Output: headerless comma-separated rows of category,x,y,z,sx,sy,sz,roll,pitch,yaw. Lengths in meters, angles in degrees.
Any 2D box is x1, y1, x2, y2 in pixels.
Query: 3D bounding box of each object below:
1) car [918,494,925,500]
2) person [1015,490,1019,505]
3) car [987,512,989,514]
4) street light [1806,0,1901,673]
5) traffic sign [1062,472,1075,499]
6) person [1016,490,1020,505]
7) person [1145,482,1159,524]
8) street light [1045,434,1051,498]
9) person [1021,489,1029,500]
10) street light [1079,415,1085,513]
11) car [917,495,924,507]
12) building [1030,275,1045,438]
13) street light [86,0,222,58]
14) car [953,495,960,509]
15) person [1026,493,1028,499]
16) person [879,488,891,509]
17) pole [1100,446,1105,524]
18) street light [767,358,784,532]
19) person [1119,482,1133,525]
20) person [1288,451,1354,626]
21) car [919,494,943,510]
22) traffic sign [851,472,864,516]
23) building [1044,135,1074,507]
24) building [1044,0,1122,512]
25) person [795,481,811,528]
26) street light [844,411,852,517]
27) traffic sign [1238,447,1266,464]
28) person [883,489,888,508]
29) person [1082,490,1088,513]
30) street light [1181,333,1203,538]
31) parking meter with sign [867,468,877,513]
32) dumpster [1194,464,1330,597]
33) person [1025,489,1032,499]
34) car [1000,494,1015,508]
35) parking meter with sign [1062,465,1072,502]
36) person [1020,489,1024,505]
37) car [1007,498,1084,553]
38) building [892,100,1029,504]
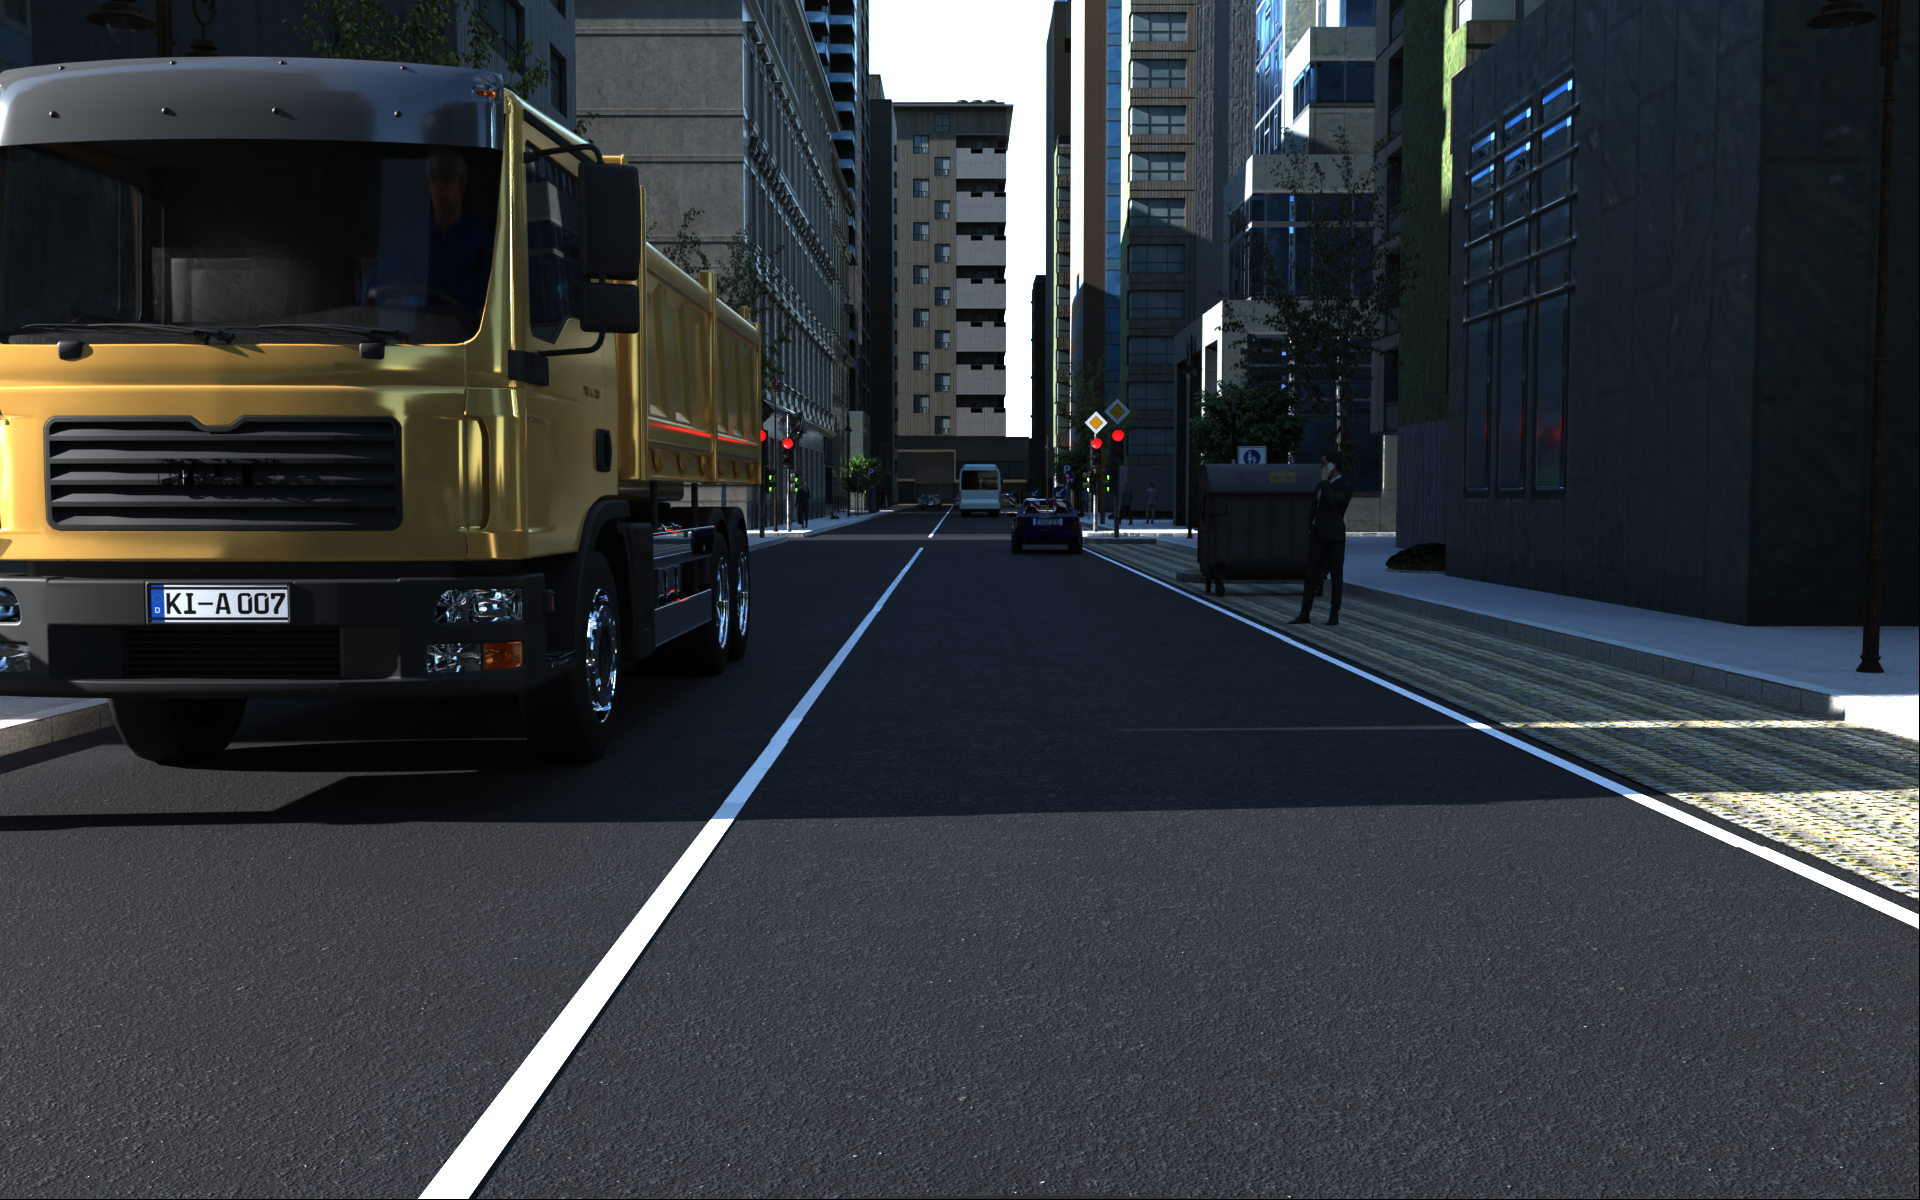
car,-3.928,-11.420,196.502,2.009,1.686,4.222,0,4,0
person,6.625,-12.027,203.604,0.541,1.710,0.530,2,4,27
car,1.437,-7.078,128.313,1.945,1.354,3.894,0,4,0
street light,6.567,-2.418,12.319,0.468,5.910,1.993,0,3,0
traffic sign,6.334,-6.179,101.128,0.768,2.556,0.104,1,4,9
person,6.813,-12.231,206.725,0.721,1.736,1.217,-1,4,-23
person,8.311,-4.220,75.246,0.606,1.804,0.583,0,4,-7
street light,6.710,-9.787,132.799,0.468,5.910,1.993,0,3,0
person,6.724,-10.640,180.016,0.705,1.823,1.348,-2,4,-34
street light,6.648,-7.483,95.139,0.468,5.910,1.993,0,3,0
car,-3.542,-10.659,186.637,2.083,1.381,4.827,0,4,1
building,16.448,-27.762,225.609,14.107,30.474,14.160,0,3,0
street light,-6.269,-2.507,13.769,0.468,5.910,1.993,0,3,0
car,0.340,-9.727,171.395,2.083,1.381,4.827,0,4,-1
person,7.139,-10.984,185.636,0.705,1.823,1.348,1,4,11
person,-6.677,-8.840,150.535,1.348,1.831,0.705,0,4,3
pole,6.121,-4.919,74.272,0.158,3.312,0.155,0,3,0
street light,-6.286,-5.268,58.914,0.468,5.910,1.993,0,3,0
person,6.910,-4.056,72.749,0.834,1.777,0.661,3,5,44
person,3.956,-0.671,18.837,0.474,1.900,0.648,-3,5,-40
car,-2.571,-8.826,156.109,2.131,1.459,4.920,0,4,1
traffic sign,-5.857,-6.060,99.186,0.768,2.556,0.104,1,4,9
building,14.582,-22.666,142.287,14.160,30.474,14.107,0,3,0
building,14.970,-30.961,156.326,14.600,45.320,14.200,0,3,0
person,-5.934,-3.611,65.509,0.576,1.772,0.534,-1,4,-17
street light,-6.224,-7.571,96.574,0.468,5.910,1.993,0,3,0
traffic sign,6.260,-2.144,37.189,0.606,2.300,0.079,1,4,10
person,-6.793,-9.248,157.919,0.621,1.740,0.551,-1,4,-22
person,7.987,-6.386,110.320,0.748,1.841,0.638,0,4,7
street light,6.655,-4.721,49.978,0.468,5.910,1.993,0,3,0
parking meter with sign,-5.893,-7.362,116.637,0.543,3.016,1.738,0,4,5
dumpster,4.301,-0.996,24.503,1.865,1.857,1.264,0,4,0
person,6.782,-9.718,165.637,1.217,1.736,0.721,1,4,19
car,4.491,-9.657,168.107,2.015,1.641,3.980,0,4,0
parking meter with sign,6.343,-6.513,102.751,0.543,3.016,1.738,0,4,3
person,7.208,-11.803,198.645,0.705,1.869,1.348,-2,4,-23
car,2.138,-1.870,43.154,1.945,1.354,3.894,0,4,1
building,-4.865,-39.308,231.930,27.495,52.752,28.713,0,3,0
